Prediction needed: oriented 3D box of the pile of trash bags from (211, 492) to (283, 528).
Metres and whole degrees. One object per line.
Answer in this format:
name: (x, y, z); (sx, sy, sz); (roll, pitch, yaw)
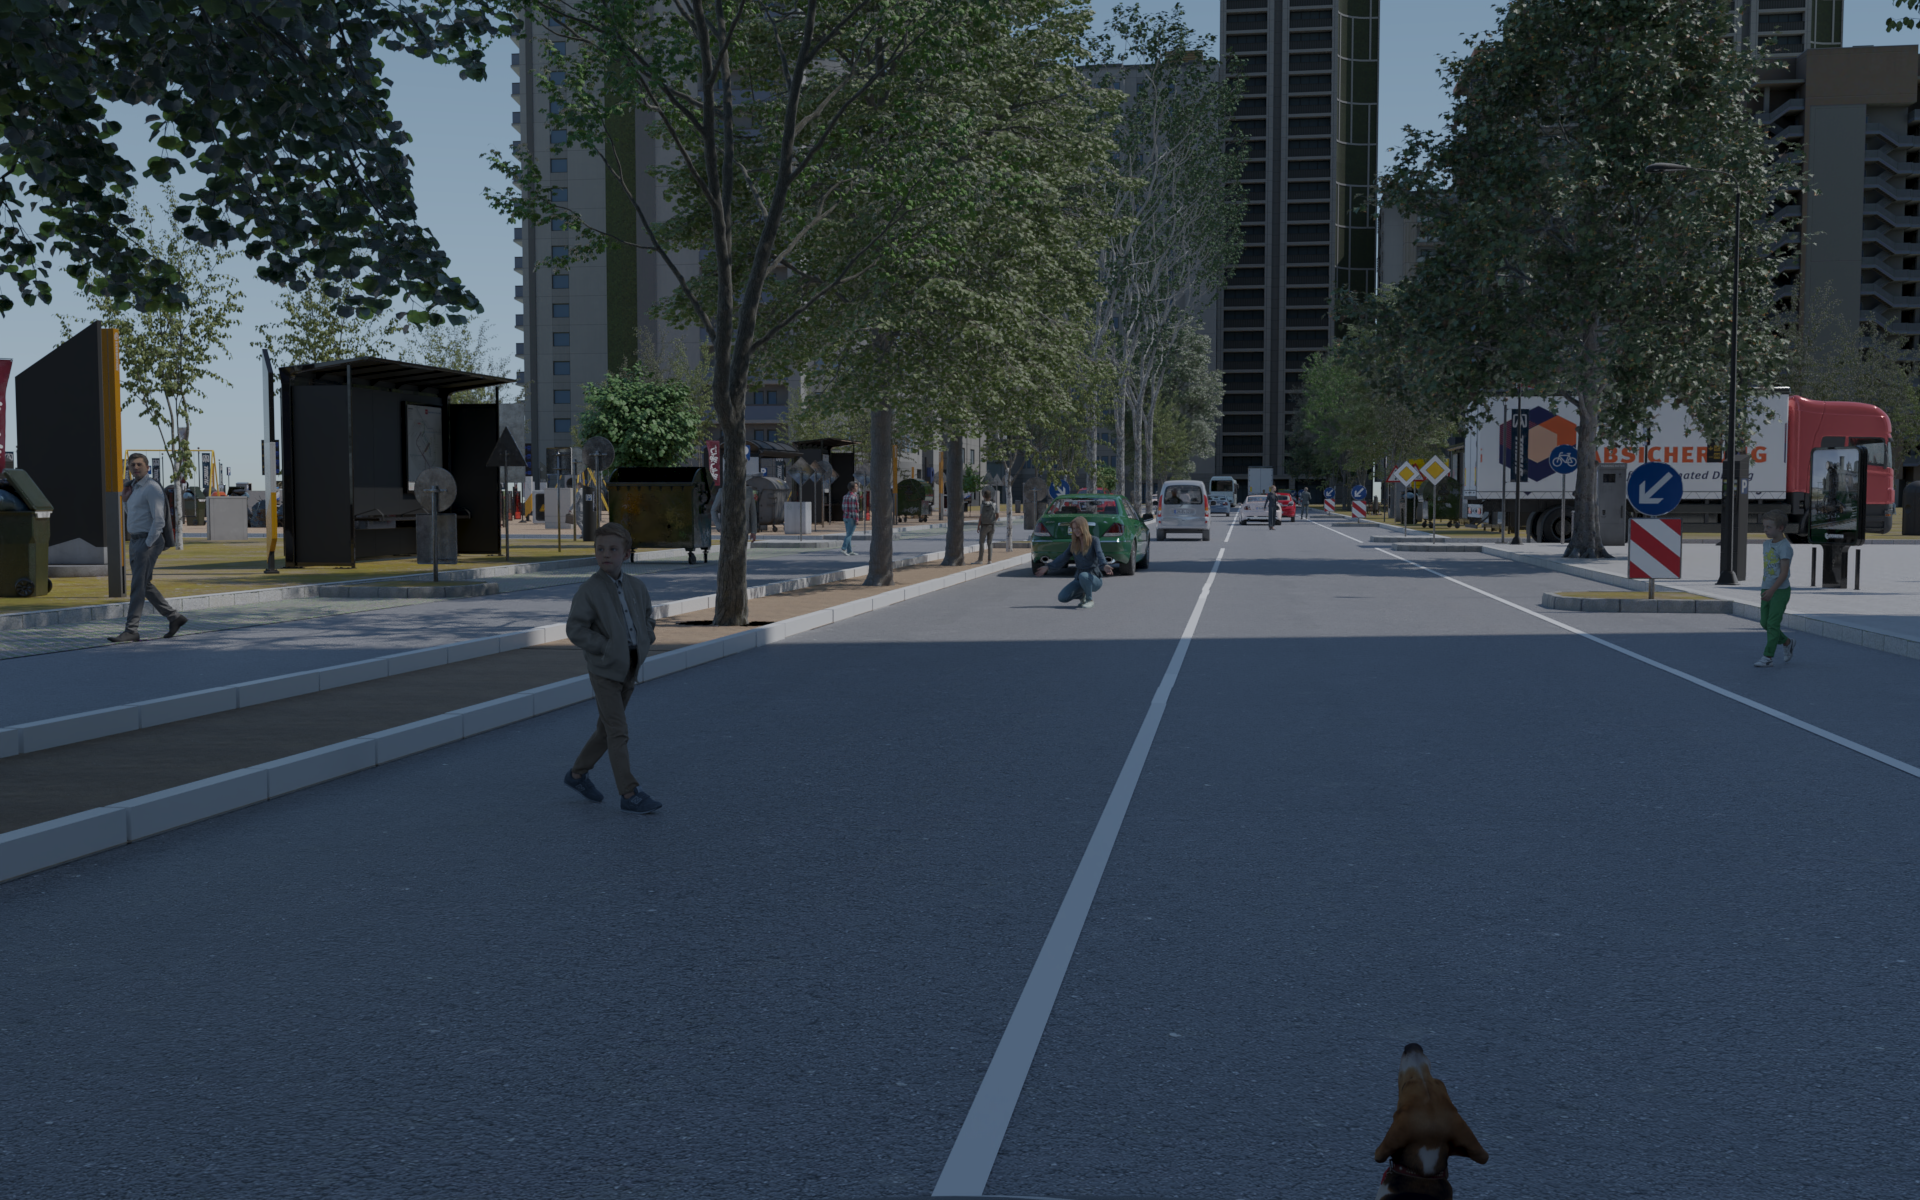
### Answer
pile of trash bags: (-27.130, -3.447, 66.114); (1.912, 1.369, 3.447); (2, 4, 24)

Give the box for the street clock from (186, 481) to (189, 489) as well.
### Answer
street clock: (-41.894, -5.440, 93.517); (0.358, 2.002, 0.471); (3, 5, 44)

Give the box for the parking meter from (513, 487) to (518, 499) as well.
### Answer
parking meter: (-33.524, -7.640, 130.629); (0.399, 1.863, 0.255); (0, 4, -8)

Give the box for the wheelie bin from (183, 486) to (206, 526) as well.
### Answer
wheelie bin: (-30.918, -3.793, 69.930); (0.693, 1.594, 0.980); (0, 4, 6)

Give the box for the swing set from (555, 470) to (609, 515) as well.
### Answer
swing set: (-19.445, -5.520, 87.871); (2.862, 2.851, 3.119); (0, 4, 6)

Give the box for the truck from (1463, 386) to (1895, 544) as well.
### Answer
truck: (19.508, -3.529, 46.612); (11.283, 4.237, 2.839); (1, 4, 9)

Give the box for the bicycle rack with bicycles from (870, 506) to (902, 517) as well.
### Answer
bicycle rack with bicycles: (-4.163, -5.241, 99.074); (2.852, 0.926, 2.925); (3, 5, 41)

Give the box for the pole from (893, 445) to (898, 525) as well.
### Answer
pole: (-2.706, -4.790, 72.164); (0.158, 3.312, 0.155); (0, 3, 0)

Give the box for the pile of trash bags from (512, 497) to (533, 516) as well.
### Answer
pile of trash bags: (-25.473, -5.709, 103.096); (3.447, 1.369, 1.912); (1, 4, 22)

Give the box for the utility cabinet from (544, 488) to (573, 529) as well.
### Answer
utility cabinet: (-14.477, -3.306, 62.732); (1.173, 1.500, 0.318); (2, 4, 26)

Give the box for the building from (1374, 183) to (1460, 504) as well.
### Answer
building: (61.878, -33.179, 226.077); (14.086, 41.232, 14.154); (1, 4, 9)

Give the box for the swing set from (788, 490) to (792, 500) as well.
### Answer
swing set: (-7.637, -5.611, 89.360); (2.862, 2.851, 3.119); (0, 4, 6)

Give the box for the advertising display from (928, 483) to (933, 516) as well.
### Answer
advertising display: (-1.813, -5.896, 101.617); (0.123, 1.923, 0.974); (1, 4, 20)

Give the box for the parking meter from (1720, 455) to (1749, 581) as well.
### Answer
parking meter: (11.434, -1.215, 25.573); (0.399, 1.863, 0.255); (-3, 5, -43)

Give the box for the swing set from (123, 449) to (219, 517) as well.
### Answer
swing set: (-27.671, -3.879, 61.037); (3.119, 2.851, 2.862); (-1, 4, -13)

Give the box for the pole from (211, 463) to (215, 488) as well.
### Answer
pole: (-49.128, -7.345, 113.934); (0.158, 3.312, 0.155); (0, 3, 0)

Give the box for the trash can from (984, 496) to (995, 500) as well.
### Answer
trash can: (2.363, -7.210, 129.531); (0.748, 1.137, 0.748); (0, 3, 0)

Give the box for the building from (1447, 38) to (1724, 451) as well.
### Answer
building: (59.640, -31.408, 168.148); (22.147, 44.769, 28.867); (1, 4, 9)

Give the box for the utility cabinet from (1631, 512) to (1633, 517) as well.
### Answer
utility cabinet: (25.635, -3.455, 65.170); (1.173, 1.500, 0.318); (2, 4, 34)

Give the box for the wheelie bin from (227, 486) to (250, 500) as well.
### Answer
wheelie bin: (-29.345, -3.822, 70.401); (0.693, 1.594, 0.980); (3, 5, 44)

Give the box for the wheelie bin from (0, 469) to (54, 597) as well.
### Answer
wheelie bin: (-11.819, -0.842, 21.675); (0.693, 1.594, 0.980); (-1, 4, -9)

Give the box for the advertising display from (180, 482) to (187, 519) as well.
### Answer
advertising display: (-40.267, -5.178, 89.870); (0.123, 1.923, 0.974); (-1, 4, -11)

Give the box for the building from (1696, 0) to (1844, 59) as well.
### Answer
building: (100.923, -47.934, 221.977); (20.611, 71.187, 20.563); (1, 4, 9)

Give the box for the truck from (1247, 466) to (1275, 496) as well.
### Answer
truck: (31.070, -11.621, 178.919); (2.839, 4.237, 11.283); (1, 4, 10)

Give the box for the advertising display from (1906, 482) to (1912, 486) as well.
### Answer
advertising display: (49.428, -5.157, 89.528); (0.974, 1.923, 0.123); (1, 4, 14)

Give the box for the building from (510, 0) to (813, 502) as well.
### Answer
building: (-32.737, -39.518, 188.118); (28.212, 58.520, 21.231); (1, 4, 9)

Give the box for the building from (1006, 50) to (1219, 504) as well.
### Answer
building: (20.837, -42.397, 235.186); (28.212, 58.520, 21.231); (1, 4, 9)

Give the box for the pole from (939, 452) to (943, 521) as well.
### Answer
pole: (-0.915, -5.474, 83.337); (0.158, 3.312, 0.155); (0, 3, 0)

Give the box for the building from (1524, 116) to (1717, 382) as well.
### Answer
building: (50.579, -22.148, 133.814); (14.160, 30.474, 14.107); (1, 4, 9)

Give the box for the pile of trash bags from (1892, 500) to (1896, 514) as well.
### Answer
pile of trash bags: (57.938, -6.161, 110.482); (3.447, 1.369, 1.912); (3, 5, 41)

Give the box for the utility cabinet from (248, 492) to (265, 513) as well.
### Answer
utility cabinet: (-44.231, -6.148, 109.204); (1.173, 1.500, 0.318); (-1, 4, -10)

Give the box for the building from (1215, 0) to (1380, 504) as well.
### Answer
building: (44.875, -48.458, 230.543); (20.611, 71.187, 20.563); (1, 4, 9)

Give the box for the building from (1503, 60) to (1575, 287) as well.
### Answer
building: (52.950, -28.381, 147.630); (14.154, 41.232, 14.086); (1, 4, 9)

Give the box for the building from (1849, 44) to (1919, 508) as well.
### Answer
building: (97.987, -31.788, 169.840); (14.200, 45.320, 14.600); (1, 4, 9)

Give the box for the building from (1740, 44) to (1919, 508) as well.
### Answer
building: (83.900, -31.900, 171.680); (14.200, 45.320, 14.600); (1, 4, 9)

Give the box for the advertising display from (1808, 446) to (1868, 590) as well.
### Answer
advertising display: (11.921, -1.122, 23.551); (0.123, 1.923, 0.974); (-1, 4, -12)

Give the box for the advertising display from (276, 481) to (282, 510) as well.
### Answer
advertising display: (-32.861, -4.768, 83.164); (0.123, 1.923, 0.974); (3, 4, 38)

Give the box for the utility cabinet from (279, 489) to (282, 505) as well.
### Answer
utility cabinet: (-39.194, -5.591, 100.087); (0.318, 1.500, 1.173); (-2, 4, -34)

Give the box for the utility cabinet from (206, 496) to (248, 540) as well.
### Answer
utility cabinet: (-20.457, -2.273, 48.332); (1.020, 1.237, 0.306); (-3, 5, -39)

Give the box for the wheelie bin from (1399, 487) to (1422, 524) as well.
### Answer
wheelie bin: (19.201, -4.050, 74.125); (0.693, 1.594, 0.980); (-1, 4, -12)

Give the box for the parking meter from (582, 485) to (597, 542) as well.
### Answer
parking meter: (-10.005, -2.347, 46.778); (0.372, 1.533, 0.369); (0, 3, 0)

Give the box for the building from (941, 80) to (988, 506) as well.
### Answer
building: (-8.554, -45.551, 183.004); (20.611, 71.187, 20.563); (1, 4, 9)

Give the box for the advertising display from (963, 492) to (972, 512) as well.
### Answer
advertising display: (0.383, -7.289, 124.391); (0.974, 1.923, 0.123); (-2, 4, -28)

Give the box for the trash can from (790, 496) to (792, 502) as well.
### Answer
trash can: (-11.654, -6.766, 122.272); (0.748, 1.137, 0.748); (0, 3, 0)

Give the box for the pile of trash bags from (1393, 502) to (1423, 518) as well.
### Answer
pile of trash bags: (23.633, -4.910, 90.035); (1.912, 1.369, 3.447); (1, 4, 9)

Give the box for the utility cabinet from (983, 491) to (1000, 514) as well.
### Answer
utility cabinet: (2.061, -6.362, 112.695); (1.173, 1.500, 0.318); (3, 5, 44)

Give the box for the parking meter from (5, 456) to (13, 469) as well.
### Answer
parking meter: (-14.195, -1.220, 25.657); (0.399, 1.863, 0.255); (3, 5, 41)

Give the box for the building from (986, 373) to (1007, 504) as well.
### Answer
building: (-5.952, -40.052, 244.092); (27.495, 52.752, 28.713); (1, 4, 9)

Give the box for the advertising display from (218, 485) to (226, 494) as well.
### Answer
advertising display: (-49.905, -6.840, 117.043); (0.974, 1.923, 0.123); (3, 5, 39)

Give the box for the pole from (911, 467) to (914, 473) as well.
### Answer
pole: (-3.538, -8.320, 129.870); (0.158, 3.312, 0.155); (0, 3, 0)

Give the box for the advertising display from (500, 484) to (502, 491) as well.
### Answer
advertising display: (-28.534, -6.173, 106.142); (0.974, 1.923, 0.123); (1, 4, 13)

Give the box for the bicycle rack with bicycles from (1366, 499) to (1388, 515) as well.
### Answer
bicycle rack with bicycles: (30.185, -6.582, 120.996); (2.925, 0.926, 2.852); (0, 4, 0)

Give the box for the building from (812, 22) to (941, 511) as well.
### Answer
building: (-14.362, -36.947, 146.089); (21.231, 58.520, 28.212); (1, 4, 9)

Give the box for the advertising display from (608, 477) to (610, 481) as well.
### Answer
advertising display: (-11.081, -3.172, 57.074); (0.974, 1.923, 0.123); (-1, 4, -10)

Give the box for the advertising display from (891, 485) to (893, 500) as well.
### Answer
advertising display: (-4.742, -7.098, 121.266); (0.974, 1.923, 0.123); (1, 4, 17)
